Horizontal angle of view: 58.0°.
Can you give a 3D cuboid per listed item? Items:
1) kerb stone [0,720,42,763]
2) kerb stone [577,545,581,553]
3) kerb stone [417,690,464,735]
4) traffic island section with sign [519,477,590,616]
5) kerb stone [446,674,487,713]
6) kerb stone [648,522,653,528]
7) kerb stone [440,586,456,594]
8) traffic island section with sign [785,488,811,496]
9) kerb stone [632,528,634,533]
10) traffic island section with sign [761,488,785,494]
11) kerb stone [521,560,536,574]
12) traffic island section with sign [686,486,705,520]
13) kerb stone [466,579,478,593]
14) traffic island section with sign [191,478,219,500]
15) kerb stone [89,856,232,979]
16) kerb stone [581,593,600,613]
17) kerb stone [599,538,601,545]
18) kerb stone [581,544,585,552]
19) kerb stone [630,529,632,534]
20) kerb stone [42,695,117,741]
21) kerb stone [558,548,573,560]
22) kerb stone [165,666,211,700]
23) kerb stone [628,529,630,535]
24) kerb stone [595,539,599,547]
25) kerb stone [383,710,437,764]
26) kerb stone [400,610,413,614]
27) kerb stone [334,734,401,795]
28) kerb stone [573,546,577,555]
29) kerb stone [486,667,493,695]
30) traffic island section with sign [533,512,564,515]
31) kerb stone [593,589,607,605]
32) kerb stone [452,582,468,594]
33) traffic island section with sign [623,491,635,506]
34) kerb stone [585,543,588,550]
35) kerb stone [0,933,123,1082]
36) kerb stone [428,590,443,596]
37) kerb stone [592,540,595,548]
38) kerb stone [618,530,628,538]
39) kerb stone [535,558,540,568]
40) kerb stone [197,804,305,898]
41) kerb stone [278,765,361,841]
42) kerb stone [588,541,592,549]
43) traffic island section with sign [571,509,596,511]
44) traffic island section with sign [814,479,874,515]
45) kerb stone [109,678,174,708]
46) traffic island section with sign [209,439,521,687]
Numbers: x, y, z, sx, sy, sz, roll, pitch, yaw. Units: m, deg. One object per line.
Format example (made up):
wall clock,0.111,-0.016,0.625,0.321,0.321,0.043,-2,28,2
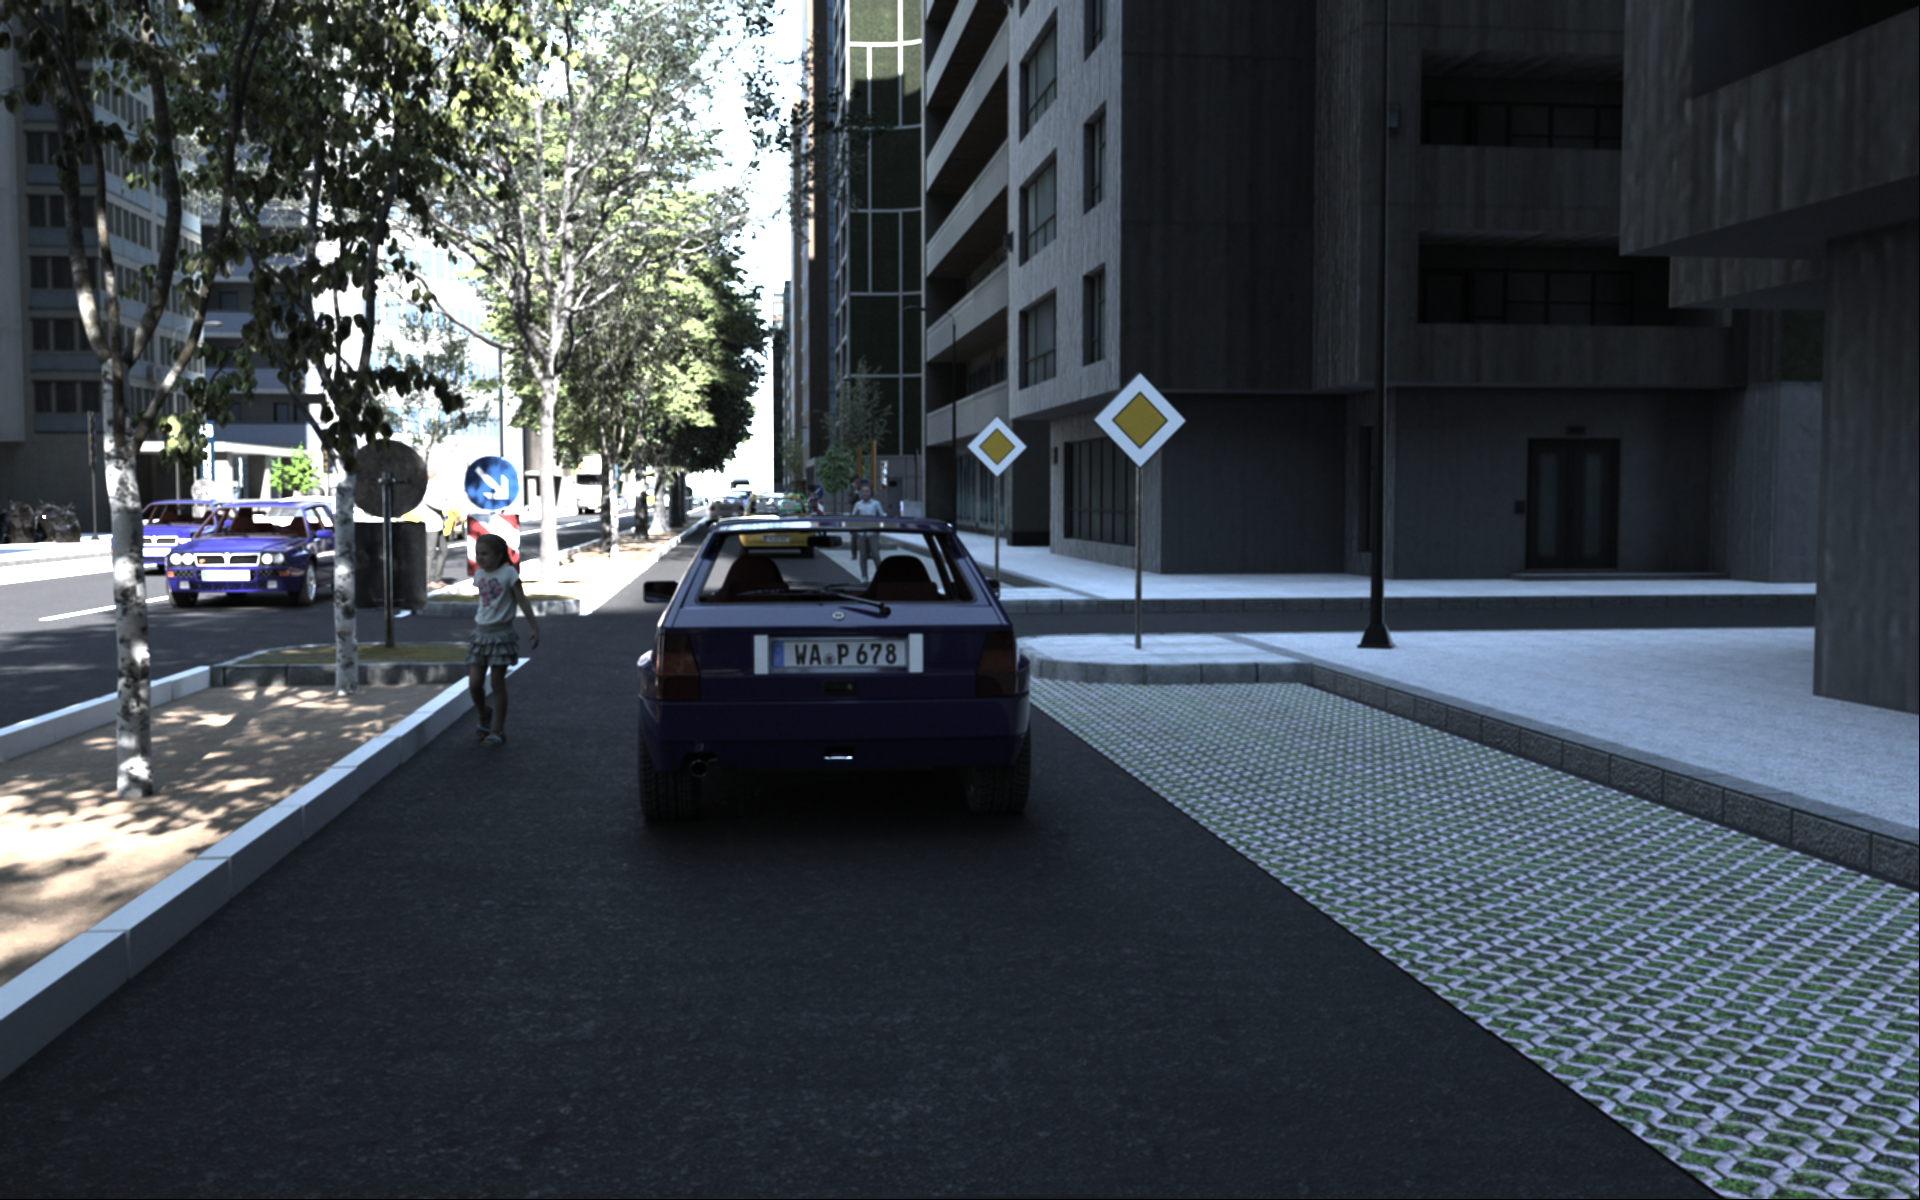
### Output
kerb stone,-5.174,0.782,9.404,0.120,0.150,1.000,0,4,-7
kerb stone,-9.239,-1.170,41.449,0.120,0.150,1.000,0,4,-7
kerb stone,-3.216,0.704,10.683,0.120,0.150,1.000,0,4,-7
traffic island section with sign,-5.621,-0.799,21.196,2.006,1.907,1.989,0,4,-7
kerb stone,-3.351,0.642,11.698,0.120,0.150,1.000,0,4,-7
kerb stone,-13.886,-3.415,78.073,0.120,0.150,1.000,0,4,-7
kerb stone,-6.916,-0.056,23.152,0.120,0.150,1.000,0,4,-7
traffic island section with sign,-6.106,-3.859,71.730,1.989,1.847,2.006,0,4,-7
kerb stone,-11.811,-2.422,61.788,0.120,0.150,1.000,0,4,-7
traffic island section with sign,-15.820,-8.541,148.274,1.989,1.847,2.006,0,4,-7
kerb stone,-8.074,-0.618,32.306,0.120,0.150,1.000,0,4,-7
traffic island section with sign,-15.084,-5.358,95.739,2.006,1.907,1.989,0,4,-7
kerb stone,-7.180,-0.179,25.199,0.120,0.150,1.000,0,4,-7
traffic island section with sign,-18.592,-2.066,42.401,1.989,1.847,2.006,0,4,-7
kerb stone,-2.572,1.017,5.602,0.120,0.150,1.000,0,4,-7
kerb stone,-4.575,0.049,21.389,0.120,0.150,1.000,0,4,-7
kerb stone,-10.013,-1.548,47.549,0.120,0.150,1.000,0,4,-7
kerb stone,-9.365,-1.240,42.469,0.120,0.150,1.000,0,4,-7
kerb stone,-11.686,-2.360,60.774,0.120,0.150,1.000,0,4,-7
kerb stone,-5.309,0.722,10.417,0.120,0.150,1.000,0,4,-7
kerb stone,-8.976,-1.052,39.417,0.120,0.150,1.000,0,4,-7
kerb stone,-5.553,0.600,12.450,0.120,0.150,1.000,0,4,-7
kerb stone,-11.559,-2.297,59.757,0.120,0.150,1.000,0,4,-7
kerb stone,-9.877,-1.488,46.526,0.120,0.150,1.000,0,4,-7
kerb stone,-3.082,0.767,9.667,0.120,0.150,1.000,0,4,-7
kerb stone,-6.664,0.070,21.110,0.120,0.150,1.000,0,4,-7
kerb stone,-2.964,0.828,8.651,0.120,0.150,1.000,0,4,-7
kerb stone,-9.105,-1.114,40.435,0.120,0.150,1.000,0,4,-7
kerb stone,-3.473,0.584,12.713,0.120,0.150,1.000,0,4,-7
traffic island section with sign,-28.371,-6.783,119.528,1.989,1.847,2.006,0,4,-7
kerb stone,-4.705,-0.011,22.407,0.120,0.150,1.000,0,4,-7
kerb stone,-7.047,-0.121,24.174,0.120,0.150,1.000,0,4,-7
traffic island section with sign,-38.672,-11.750,200.733,1.989,1.847,2.006,0,4,-7
kerb stone,-9.497,-1.302,43.482,0.120,0.150,1.000,0,4,-7
kerb stone,-2.447,1.079,4.587,0.120,0.150,1.000,0,4,-7
kerb stone,-6.781,0.004,22.128,0.120,0.150,1.000,0,4,-7
kerb stone,-9.755,-1.426,45.512,0.120,0.150,1.000,0,4,-7
kerb stone,-11.430,-2.235,58.743,0.120,0.150,1.000,0,4,-7
kerb stone,-8.208,-0.680,33.320,0.120,0.150,1.000,0,4,-7
kerb stone,-2.702,0.953,6.620,0.120,0.150,1.000,0,4,-7
kerb stone,-2.827,0.892,7.635,0.120,0.150,1.000,0,4,-7
kerb stone,-9.620,-1.364,44.497,0.120,0.150,1.000,0,4,-7
traffic island section with sign,-31.769,-8.418,146.269,1.989,1.847,2.006,0,4,-7
traffic island section with sign,-2.718,-2.224,44.988,1.989,1.847,2.006,0,4,-7
kerb stone,-5.430,0.658,11.432,0.120,0.150,1.000,0,4,-7
traffic island section with sign,-4.699,-0.349,13.847,2.006,1.907,1.989,0,4,-7
